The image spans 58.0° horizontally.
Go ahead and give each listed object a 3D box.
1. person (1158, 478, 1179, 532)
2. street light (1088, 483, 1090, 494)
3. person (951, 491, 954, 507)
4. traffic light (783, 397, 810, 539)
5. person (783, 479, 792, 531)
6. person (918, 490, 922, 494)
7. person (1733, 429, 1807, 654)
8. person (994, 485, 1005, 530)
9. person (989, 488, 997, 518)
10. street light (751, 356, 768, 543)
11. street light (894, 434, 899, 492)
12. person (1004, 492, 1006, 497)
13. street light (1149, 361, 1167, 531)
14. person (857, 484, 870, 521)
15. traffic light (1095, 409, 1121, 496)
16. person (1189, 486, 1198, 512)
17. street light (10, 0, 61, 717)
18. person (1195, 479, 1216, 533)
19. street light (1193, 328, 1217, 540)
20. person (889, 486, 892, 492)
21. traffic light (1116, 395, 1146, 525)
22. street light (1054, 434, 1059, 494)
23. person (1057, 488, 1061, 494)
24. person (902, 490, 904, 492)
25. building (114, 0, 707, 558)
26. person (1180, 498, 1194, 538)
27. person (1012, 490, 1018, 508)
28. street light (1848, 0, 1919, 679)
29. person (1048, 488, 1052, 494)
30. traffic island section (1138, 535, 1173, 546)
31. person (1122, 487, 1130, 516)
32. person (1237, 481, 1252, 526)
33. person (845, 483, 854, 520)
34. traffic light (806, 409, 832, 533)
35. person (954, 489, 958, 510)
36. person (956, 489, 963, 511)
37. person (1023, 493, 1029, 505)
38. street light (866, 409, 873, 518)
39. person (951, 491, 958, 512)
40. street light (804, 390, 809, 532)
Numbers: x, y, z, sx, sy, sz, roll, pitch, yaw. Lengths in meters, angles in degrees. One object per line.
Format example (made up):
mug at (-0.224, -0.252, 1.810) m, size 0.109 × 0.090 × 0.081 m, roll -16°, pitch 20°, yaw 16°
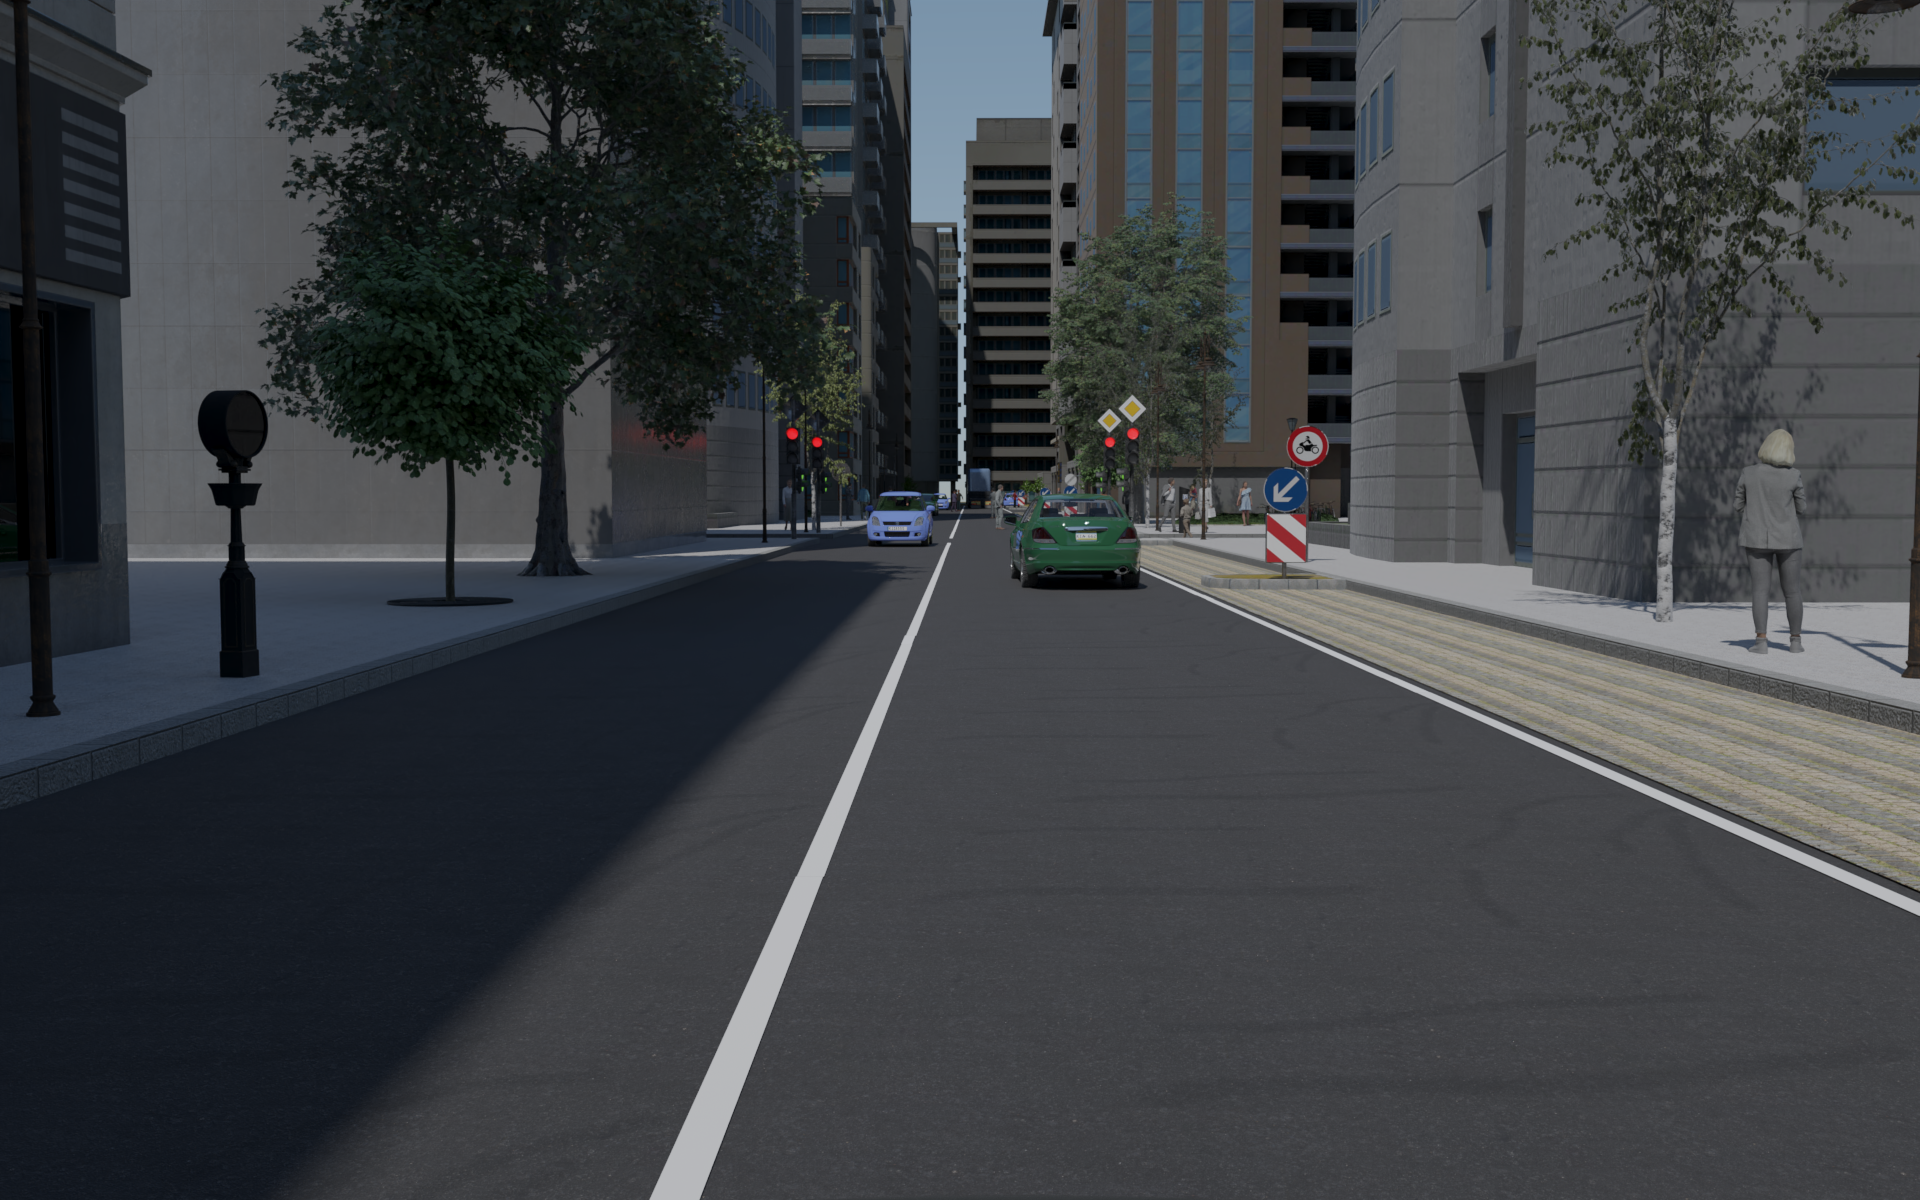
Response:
person at (6.990, -3.180, 58.138) m, size 0.850 × 1.850 × 0.679 m, roll 3°, pitch 5°, yaw 44°
street light at (7.168, -7.542, 96.104) m, size 0.468 × 5.910 × 1.993 m, roll 0°, pitch 4°, yaw 0°
person at (-0.845, -11.426, 195.318) m, size 0.705 × 1.824 × 1.348 m, roll 1°, pitch 4°, yaw 11°
traffic light at (-4.705, -3.685, 49.164) m, size 0.839 × 4.253 × 0.868 m, roll 0°, pitch 4°, yaw 0°
person at (-6.013, -3.329, 60.705) m, size 0.478 × 1.798 × 0.641 m, roll -1°, pitch 4°, yaw -17°
person at (-4.236, -11.161, 189.244) m, size 0.721 × 1.743 × 1.217 m, roll 0°, pitch 4°, yaw 1°
person at (6.570, -0.479, 14.054) m, size 0.537 × 1.800 × 0.526 m, roll 2°, pitch 4°, yaw 35°
person at (1.594, -3.766, 70.171) m, size 0.391 × 1.810 × 0.635 m, roll 0°, pitch 4°, yaw -7°
person at (1.948, -5.712, 102.077) m, size 0.511 × 1.800 × 0.466 m, roll -3°, pitch 5°, yaw -42°
street light at (-5.145, -4.446, 45.472) m, size 0.468 × 5.910 × 1.993 m, roll 0°, pitch 4°, yaw 0°
street light at (-4.752, -9.635, 130.326) m, size 0.468 × 5.910 × 1.993 m, roll 0°, pitch 4°, yaw 0°
person at (5.650, -12.201, 208.788) m, size 0.742 × 1.727 × 0.445 m, roll -2°, pitch 4°, yaw -29°
street light at (6.881, -5.347, 60.210) m, size 0.468 × 5.910 × 1.993 m, roll 0°, pitch 4°, yaw 0°
person at (-4.629, -4.694, 83.130) m, size 0.601 × 1.785 × 0.444 m, roll 0°, pitch 4°, yaw 1°
traffic light at (4.899, -4.171, 57.114) m, size 0.839 × 4.253 × 0.868 m, roll 0°, pitch 4°, yaw 0°
person at (11.972, -5.073, 88.957) m, size 0.573 × 1.828 × 0.580 m, roll -1°, pitch 4°, yaw -20°
street light at (-5.312, -2.267, 9.858) m, size 0.468 × 5.910 × 1.993 m, roll 0°, pitch 4°, yaw 0°
person at (8.123, -3.103, 57.136) m, size 0.624 × 1.780 × 0.694 m, roll -3°, pitch 5°, yaw -43°
street light at (6.838, -4.630, 48.486) m, size 0.468 × 5.910 × 1.993 m, roll 0°, pitch 4°, yaw 0°
person at (-3.477, -4.853, 87.819) m, size 0.622 × 1.834 × 0.822 m, roll -1°, pitch 4°, yaw -12°
traffic light at (4.856, -3.682, 49.129) m, size 0.839 × 4.253 × 0.868 m, roll 0°, pitch 4°, yaw 0°
street light at (7.350, -9.716, 131.643) m, size 0.468 × 5.910 × 1.993 m, roll 0°, pitch 4°, yaw 0°
person at (7.730, -7.816, 134.383) m, size 0.434 × 1.755 × 0.990 m, roll 2°, pitch 4°, yaw 32°
person at (-5.194, -9.256, 158.318) m, size 0.436 × 1.711 × 0.756 m, roll -1°, pitch 4°, yaw -23°
building at (-21.799, -13.569, 40.919) m, size 30.058 × 24.678 × 14.314 m, roll 0°, pitch 4°, yaw 0°
person at (6.776, -2.394, 51.913) m, size 0.640 × 1.303 × 0.475 m, roll 3°, pitch 5°, yaw 43°
person at (5.223, -9.496, 163.699) m, size 0.705 × 1.831 × 1.348 m, roll -2°, pitch 4°, yaw -25°
street light at (6.673, -2.393, 11.913) m, size 0.468 × 5.910 × 1.993 m, roll 0°, pitch 4°, yaw 0°
person at (5.792, -6.344, 112.238) m, size 0.555 × 1.821 × 0.388 m, roll 0°, pitch 4°, yaw 7°
traffic island section at (4.896, -1.649, 49.243) m, size 2.009 × 0.180 × 2.903 m, roll 0°, pitch 4°, yaw 0°
person at (8.026, -4.625, 82.057) m, size 0.661 × 1.777 × 0.834 m, roll 1°, pitch 4°, yaw 16°
person at (11.417, -3.875, 69.489) m, size 0.616 × 1.811 × 0.778 m, roll 1°, pitch 4°, yaw 15°
person at (-5.479, -4.909, 86.116) m, size 0.447 × 1.846 × 0.655 m, roll 0°, pitch 4°, yaw 1°
traffic light at (-4.662, -4.173, 57.149) m, size 0.839 × 4.253 × 0.868 m, roll 0°, pitch 4°, yaw 0°
person at (-0.319, -8.838, 152.634) m, size 0.705 × 1.869 × 1.348 m, roll 1°, pitch 4°, yaw 14°
person at (-0.128, -8.510, 147.653) m, size 0.705 × 1.821 × 1.348 m, roll -3°, pitch 5°, yaw -41°
person at (7.566, -11.611, 199.140) m, size 1.065 × 1.426 × 0.557 m, roll 1°, pitch 4°, yaw 13°
street light at (-4.903, -7.401, 93.800) m, size 0.468 × 5.910 × 1.993 m, roll 0°, pitch 4°, yaw 0°
person at (-0.441, -7.949, 139.384) m, size 0.530 × 1.710 × 0.541 m, roll -2°, pitch 4°, yaw -27°
street light at (-5.154, -5.202, 57.840) m, size 0.468 × 5.910 × 1.993 m, roll 0°, pitch 4°, yaw 0°
